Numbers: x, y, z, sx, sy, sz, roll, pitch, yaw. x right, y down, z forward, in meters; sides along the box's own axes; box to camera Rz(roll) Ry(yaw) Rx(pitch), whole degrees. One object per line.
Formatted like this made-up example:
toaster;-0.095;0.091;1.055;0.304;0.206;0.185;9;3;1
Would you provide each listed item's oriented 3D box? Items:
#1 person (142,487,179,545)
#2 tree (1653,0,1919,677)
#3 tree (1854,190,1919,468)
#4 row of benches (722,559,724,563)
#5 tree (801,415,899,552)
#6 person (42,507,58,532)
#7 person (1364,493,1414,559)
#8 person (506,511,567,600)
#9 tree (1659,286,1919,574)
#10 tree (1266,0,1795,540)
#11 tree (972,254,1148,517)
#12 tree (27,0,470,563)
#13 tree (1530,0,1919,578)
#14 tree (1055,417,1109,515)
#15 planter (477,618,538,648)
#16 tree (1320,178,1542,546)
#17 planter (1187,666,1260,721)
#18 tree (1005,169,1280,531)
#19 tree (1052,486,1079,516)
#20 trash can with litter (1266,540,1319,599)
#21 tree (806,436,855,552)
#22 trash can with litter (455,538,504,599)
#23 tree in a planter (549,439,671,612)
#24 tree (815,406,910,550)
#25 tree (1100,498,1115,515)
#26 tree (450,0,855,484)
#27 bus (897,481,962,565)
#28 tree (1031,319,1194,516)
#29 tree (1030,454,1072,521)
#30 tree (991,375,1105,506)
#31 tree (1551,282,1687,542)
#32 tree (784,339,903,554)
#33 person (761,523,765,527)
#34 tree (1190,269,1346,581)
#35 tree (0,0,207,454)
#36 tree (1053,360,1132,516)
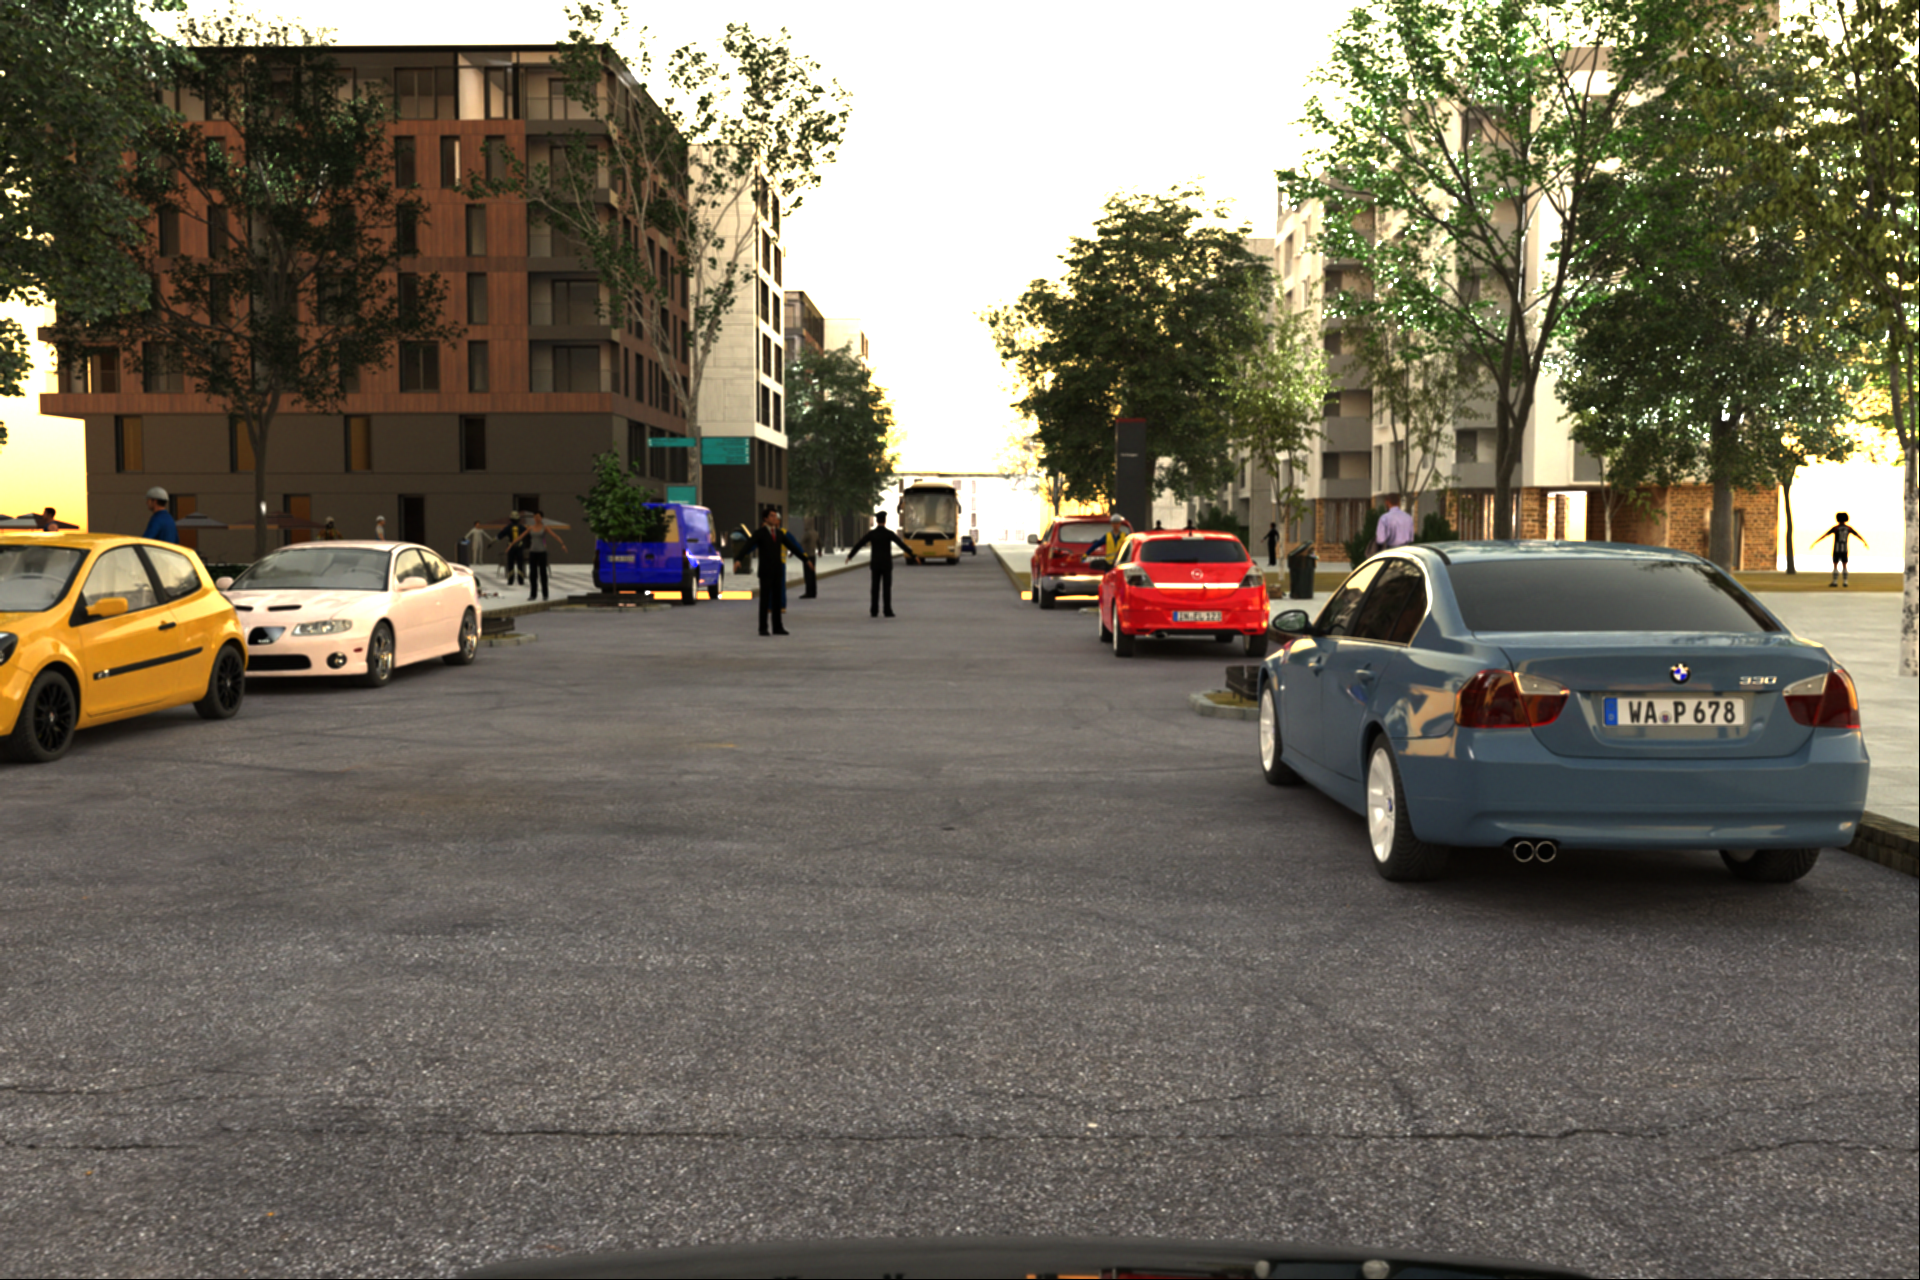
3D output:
person;-9.635;-0.911;20.782;0.705;1.842;1.347;0;4;-3
tree;8.415;-3.967;15.221;4.737;8.622;4.395;0;3;0
tree;27.592;-7.839;46.292;7.486;12.596;7.792;0;3;0
row of benches;-8.498;-2.139;50.431;1.422;0.672;4.104;2;4;34
tree;-8.572;-11.787;127.129;8.767;10.594;7.601;0;4;4
person;-17.822;-1.696;33.892;0.704;1.807;1.345;-2;4;-31
person;5.809;-1.074;23.467;0.709;1.838;0.599;-1;4;-18
person;-8.174;-1.630;33.467;1.217;1.737;0.721;0;4;5
tree;26.553;-7.393;55.285;8.767;10.594;7.601;0;4;2
tree;8.898;-6.230;27.616;9.928;11.665;9.643;0;3;0
tree;7.478;-16.014;117.710;12.611;20.169;13.585;0;3;0
tree;-12.490;-5.856;30.151;8.767;10.594;7.601;1;4;9
tree;18.273;-8.242;41.418;9.857;13.997;8.962;0;3;0
tree;7.276;-9.242;101.469;4.737;8.622;4.395;0;3;0
planter;-6.664;-0.098;22.745;1.991;0.319;1.994;0;4;1
tree;9.060;-5.217;35.655;4.360;8.622;3.978;0;3;0
planter;2.898;0.428;14.144;1.991;0.319;1.994;0;4;0
tree;6.467;-9.446;61.094;9.857;13.997;8.962;0;3;0
tree;14.810;-17.166;231.025;4.360;8.622;3.978;0;3;0
trash can with litter;6.495;-1.387;34.069;1.055;1.170;0.624;0;4;1
tree;-8.410;-10.427;120.847;4.360;8.622;3.978;0;3;0
trash can with litter;-9.949;-1.489;35.402;1.678;1.210;2.233;0;4;0
tree in a planter;-6.533;-2.166;32.636;1.991;3.239;1.994;0;4;1
tree;-8.156;-12.994;138.201;9.928;11.665;9.643;0;3;0
tree;22.356;-18.274;233.187;7.601;10.594;8.767;1;4;9
tree;-10.730;-12.540;60.924;12.611;20.169;13.585;0;3;0
bus;-1.274;-5.651;83.936;2.896;3.916;12.252;0;4;1
tree;7.077;-9.387;79.232;9.928;11.665;9.643;0;3;0
tree;7.217;-11.747;142.419;4.360;8.622;3.978;0;3;0
tree;7.389;-13.584;132.463;12.009;13.543;11.850;0;3;0
tree;18.958;-6.101;50.112;4.737;8.622;4.395;0;3;0
tree;-8.633;-12.577;112.296;9.857;13.997;8.962;0;3;0
person;-8.771;-4.352;77.427;0.705;1.796;1.348;0;4;2
tree;8.642;-5.923;47.210;4.737;8.622;4.395;0;3;0
tree;-13.048;-6.873;19.037;9.857;13.997;8.962;0;3;0
tree;6.115;-7.414;71.574;4.360;8.622;3.978;0;3;0
